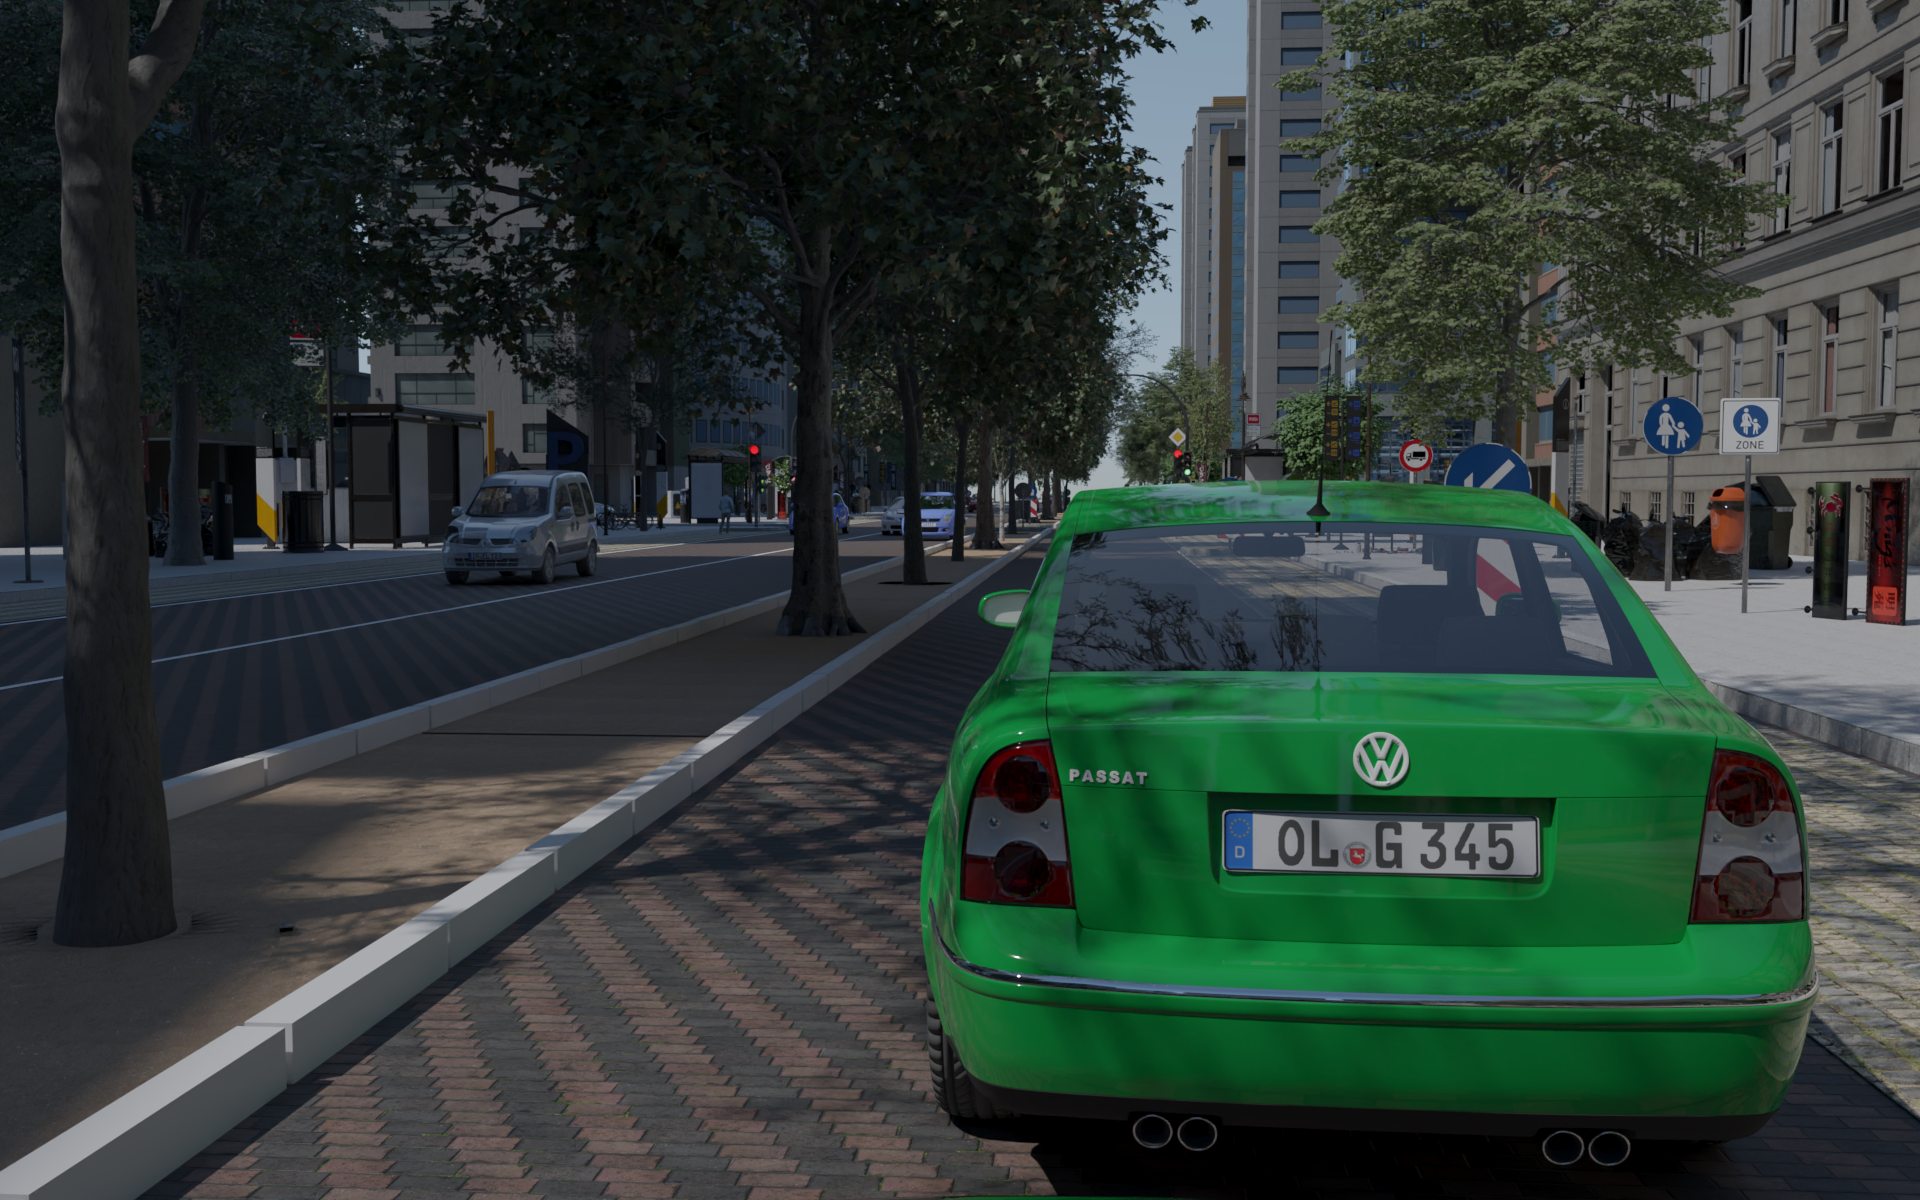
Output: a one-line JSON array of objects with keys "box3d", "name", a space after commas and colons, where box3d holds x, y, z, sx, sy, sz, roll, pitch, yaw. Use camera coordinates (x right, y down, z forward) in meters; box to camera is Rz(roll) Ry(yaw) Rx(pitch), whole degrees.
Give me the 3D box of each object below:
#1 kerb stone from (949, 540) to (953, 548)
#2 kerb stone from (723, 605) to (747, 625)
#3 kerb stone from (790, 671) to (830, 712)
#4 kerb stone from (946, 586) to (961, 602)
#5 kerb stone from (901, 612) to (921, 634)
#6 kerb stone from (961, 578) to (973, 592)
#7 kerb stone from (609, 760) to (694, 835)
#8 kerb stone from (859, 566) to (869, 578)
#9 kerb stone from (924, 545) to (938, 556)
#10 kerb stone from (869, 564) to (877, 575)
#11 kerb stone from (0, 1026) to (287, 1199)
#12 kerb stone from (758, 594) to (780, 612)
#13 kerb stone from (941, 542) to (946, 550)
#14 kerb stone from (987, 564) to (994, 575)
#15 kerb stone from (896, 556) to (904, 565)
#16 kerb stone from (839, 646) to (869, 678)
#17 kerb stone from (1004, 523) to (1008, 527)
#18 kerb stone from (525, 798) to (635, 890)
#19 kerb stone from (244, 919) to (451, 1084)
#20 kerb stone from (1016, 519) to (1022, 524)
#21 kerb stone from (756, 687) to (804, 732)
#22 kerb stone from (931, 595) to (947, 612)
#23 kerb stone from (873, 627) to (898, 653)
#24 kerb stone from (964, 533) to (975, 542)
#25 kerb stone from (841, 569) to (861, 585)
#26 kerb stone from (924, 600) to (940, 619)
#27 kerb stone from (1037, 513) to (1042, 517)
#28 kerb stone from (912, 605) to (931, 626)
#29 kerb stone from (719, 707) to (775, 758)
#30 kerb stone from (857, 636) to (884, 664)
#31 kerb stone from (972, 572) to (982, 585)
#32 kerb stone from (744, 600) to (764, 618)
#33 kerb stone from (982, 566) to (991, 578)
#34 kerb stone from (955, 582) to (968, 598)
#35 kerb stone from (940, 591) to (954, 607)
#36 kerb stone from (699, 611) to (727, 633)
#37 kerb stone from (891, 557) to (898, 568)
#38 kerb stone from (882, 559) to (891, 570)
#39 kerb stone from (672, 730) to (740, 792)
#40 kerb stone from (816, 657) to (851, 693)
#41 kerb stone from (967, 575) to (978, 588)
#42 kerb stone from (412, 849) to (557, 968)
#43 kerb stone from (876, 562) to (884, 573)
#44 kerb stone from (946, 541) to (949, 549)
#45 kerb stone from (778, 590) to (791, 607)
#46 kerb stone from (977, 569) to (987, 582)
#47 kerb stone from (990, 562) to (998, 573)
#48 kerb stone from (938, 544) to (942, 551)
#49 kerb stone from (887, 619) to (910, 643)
[{"box3d": [-0.360, -1.441, 45.757, 0.120, 0.150, 1.000, 0, 4, 5], "name": "kerb stone"}, {"box3d": [-2.548, 0.185, 19.169, 0.120, 0.150, 1.000, 0, 4, 5], "name": "kerb stone"}, {"box3d": [-1.046, 0.634, 11.872, 0.120, 0.150, 1.000, 0, 4, 5], "name": "kerb stone"}, {"box3d": [-0.121, -0.055, 23.092, 0.120, 0.150, 1.000, 0, 4, 5], "name": "kerb stone"}, {"box3d": [-0.540, 0.262, 17.990, 0.120, 0.150, 1.000, 0, 4, 5], "name": "kerb stone"}, {"box3d": [0.054, -0.178, 25.129, 0.120, 0.150, 1.000, 0, 4, 5], "name": "kerb stone"}, {"box3d": [-1.384, 0.882, 7.776, 0.120, 0.150, 1.000, 0, 4, 5], "name": "kerb stone"}, {"box3d": [-1.714, -0.441, 29.408, 0.120, 0.150, 1.000, 0, 4, 5], "name": "kerb stone"}, {"box3d": [-0.704, -1.191, 41.676, 0.120, 0.150, 1.000, 0, 4, 5], "name": "kerb stone"}, {"box3d": [-1.633, -0.503, 30.432, 0.120, 0.150, 1.000, 0, 4, 5], "name": "kerb stone"}, {"box3d": [-1.724, 1.133, 3.677, 0.120, 0.150, 1.000, 0, 4, 5], "name": "kerb stone"}, {"box3d": [-2.390, 0.061, 21.207, 0.120, 0.150, 1.000, 0, 4, 5], "name": "kerb stone"}, {"box3d": [-0.532, -1.312, 43.717, 0.120, 0.150, 1.000, 0, 4, 5], "name": "kerb stone"}, {"box3d": [0.464, -0.492, 30.238, 0.120, 0.150, 1.000, 0, 4, 5], "name": "kerb stone"}, {"box3d": [-1.288, -0.754, 34.520, 0.120, 0.150, 1.000, 0, 4, 5], "name": "kerb stone"}, {"box3d": [-0.875, 0.507, 13.909, 0.120, 0.150, 1.000, 0, 4, 5], "name": "kerb stone"}, {"box3d": [2.125, -3.279, 75.896, 0.120, 0.150, 1.000, 0, 4, 5], "name": "kerb stone"}, {"box3d": [-1.472, 0.944, 6.757, 0.120, 0.150, 1.000, 0, 4, 5], "name": "kerb stone"}, {"box3d": [-1.637, 1.070, 4.703, 0.120, 0.150, 1.000, 0, 4, 5], "name": "kerb stone"}, {"box3d": [3.043, -3.971, 87.123, 0.120, 0.150, 1.000, 0, 4, 5], "name": "kerb stone"}, {"box3d": [-1.136, 0.694, 10.853, 0.120, 0.150, 1.000, 0, 4, 5], "name": "kerb stone"}, {"box3d": [-0.293, 0.070, 21.051, 0.120, 0.150, 1.000, 0, 4, 5], "name": "kerb stone"}, {"box3d": [-0.711, 0.383, 15.947, 0.120, 0.150, 1.000, 0, 4, 5], "name": "kerb stone"}, {"box3d": [0.303, -1.937, 53.929, 0.120, 0.150, 1.000, 0, 4, 5], "name": "kerb stone"}, {"box3d": [-1.795, -0.379, 28.386, 0.120, 0.150, 1.000, 0, 4, 5], "name": "kerb stone"}, {"box3d": [-0.368, 0.132, 20.032, 0.120, 0.150, 1.000, 0, 4, 5], "name": "kerb stone"}, {"box3d": [5.406, -5.722, 115.753, 0.120, 0.150, 1.000, 0, 4, 5], "name": "kerb stone"}, {"box3d": [-0.458, 0.195, 19.008, 0.120, 0.150, 1.000, 0, 4, 5], "name": "kerb stone"}, {"box3d": [-1.219, 0.757, 9.823, 0.120, 0.150, 1.000, 0, 4, 5], "name": "kerb stone"}, {"box3d": [-0.797, 0.448, 14.928, 0.120, 0.150, 1.000, 0, 4, 5], "name": "kerb stone"}, {"box3d": [0.217, -0.304, 27.170, 0.120, 0.150, 1.000, 0, 4, 5], "name": "kerb stone"}, {"box3d": [-2.471, 0.130, 20.189, 0.120, 0.150, 1.000, 0, 4, 5], "name": "kerb stone"}, {"box3d": [0.390, -0.429, 29.211, 0.120, 0.150, 1.000, 0, 4, 5], "name": "kerb stone"}, {"box3d": [-0.029, -0.117, 24.110, 0.120, 0.150, 1.000, 0, 4, 5], "name": "kerb stone"}, {"box3d": [-0.210, 0.015, 22.071, 0.120, 0.150, 1.000, 0, 4, 5], "name": "kerb stone"}, {"box3d": [-2.637, 0.248, 18.139, 0.120, 0.150, 1.000, 0, 4, 5], "name": "kerb stone"}, {"box3d": [-1.371, -0.687, 33.495, 0.120, 0.150, 1.000, 0, 4, 5], "name": "kerb stone"}, {"box3d": [-1.458, -0.629, 32.472, 0.120, 0.150, 1.000, 0, 4, 5], "name": "kerb stone"}, {"box3d": [-1.297, 0.819, 8.804, 0.120, 0.150, 1.000, 0, 4, 5], "name": "kerb stone"}, {"box3d": [-0.960, 0.569, 12.890, 0.120, 0.150, 1.000, 0, 4, 5], "name": "kerb stone"}, {"box3d": [0.133, -0.242, 26.148, 0.120, 0.150, 1.000, 0, 4, 5], "name": "kerb stone"}, {"box3d": [-1.558, 1.010, 5.730, 0.120, 0.150, 1.000, 0, 4, 5], "name": "kerb stone"}, {"box3d": [-1.552, -0.566, 31.451, 0.120, 0.150, 1.000, 0, 4, 5], "name": "kerb stone"}, {"box3d": [-0.450, -1.379, 44.739, 0.120, 0.150, 1.000, 0, 4, 5], "name": "kerb stone"}, {"box3d": [-2.296, -0.001, 22.226, 0.120, 0.150, 1.000, 0, 4, 5], "name": "kerb stone"}, {"box3d": [0.298, -0.367, 28.192, 0.120, 0.150, 1.000, 0, 4, 5], "name": "kerb stone"}, {"box3d": [0.552, -0.552, 31.257, 0.120, 0.150, 1.000, 0, 4, 5], "name": "kerb stone"}, {"box3d": [-0.617, -1.245, 42.695, 0.120, 0.150, 1.000, 0, 4, 5], "name": "kerb stone"}, {"box3d": [-0.626, 0.320, 16.969, 0.120, 0.150, 1.000, 0, 4, 5], "name": "kerb stone"}]
